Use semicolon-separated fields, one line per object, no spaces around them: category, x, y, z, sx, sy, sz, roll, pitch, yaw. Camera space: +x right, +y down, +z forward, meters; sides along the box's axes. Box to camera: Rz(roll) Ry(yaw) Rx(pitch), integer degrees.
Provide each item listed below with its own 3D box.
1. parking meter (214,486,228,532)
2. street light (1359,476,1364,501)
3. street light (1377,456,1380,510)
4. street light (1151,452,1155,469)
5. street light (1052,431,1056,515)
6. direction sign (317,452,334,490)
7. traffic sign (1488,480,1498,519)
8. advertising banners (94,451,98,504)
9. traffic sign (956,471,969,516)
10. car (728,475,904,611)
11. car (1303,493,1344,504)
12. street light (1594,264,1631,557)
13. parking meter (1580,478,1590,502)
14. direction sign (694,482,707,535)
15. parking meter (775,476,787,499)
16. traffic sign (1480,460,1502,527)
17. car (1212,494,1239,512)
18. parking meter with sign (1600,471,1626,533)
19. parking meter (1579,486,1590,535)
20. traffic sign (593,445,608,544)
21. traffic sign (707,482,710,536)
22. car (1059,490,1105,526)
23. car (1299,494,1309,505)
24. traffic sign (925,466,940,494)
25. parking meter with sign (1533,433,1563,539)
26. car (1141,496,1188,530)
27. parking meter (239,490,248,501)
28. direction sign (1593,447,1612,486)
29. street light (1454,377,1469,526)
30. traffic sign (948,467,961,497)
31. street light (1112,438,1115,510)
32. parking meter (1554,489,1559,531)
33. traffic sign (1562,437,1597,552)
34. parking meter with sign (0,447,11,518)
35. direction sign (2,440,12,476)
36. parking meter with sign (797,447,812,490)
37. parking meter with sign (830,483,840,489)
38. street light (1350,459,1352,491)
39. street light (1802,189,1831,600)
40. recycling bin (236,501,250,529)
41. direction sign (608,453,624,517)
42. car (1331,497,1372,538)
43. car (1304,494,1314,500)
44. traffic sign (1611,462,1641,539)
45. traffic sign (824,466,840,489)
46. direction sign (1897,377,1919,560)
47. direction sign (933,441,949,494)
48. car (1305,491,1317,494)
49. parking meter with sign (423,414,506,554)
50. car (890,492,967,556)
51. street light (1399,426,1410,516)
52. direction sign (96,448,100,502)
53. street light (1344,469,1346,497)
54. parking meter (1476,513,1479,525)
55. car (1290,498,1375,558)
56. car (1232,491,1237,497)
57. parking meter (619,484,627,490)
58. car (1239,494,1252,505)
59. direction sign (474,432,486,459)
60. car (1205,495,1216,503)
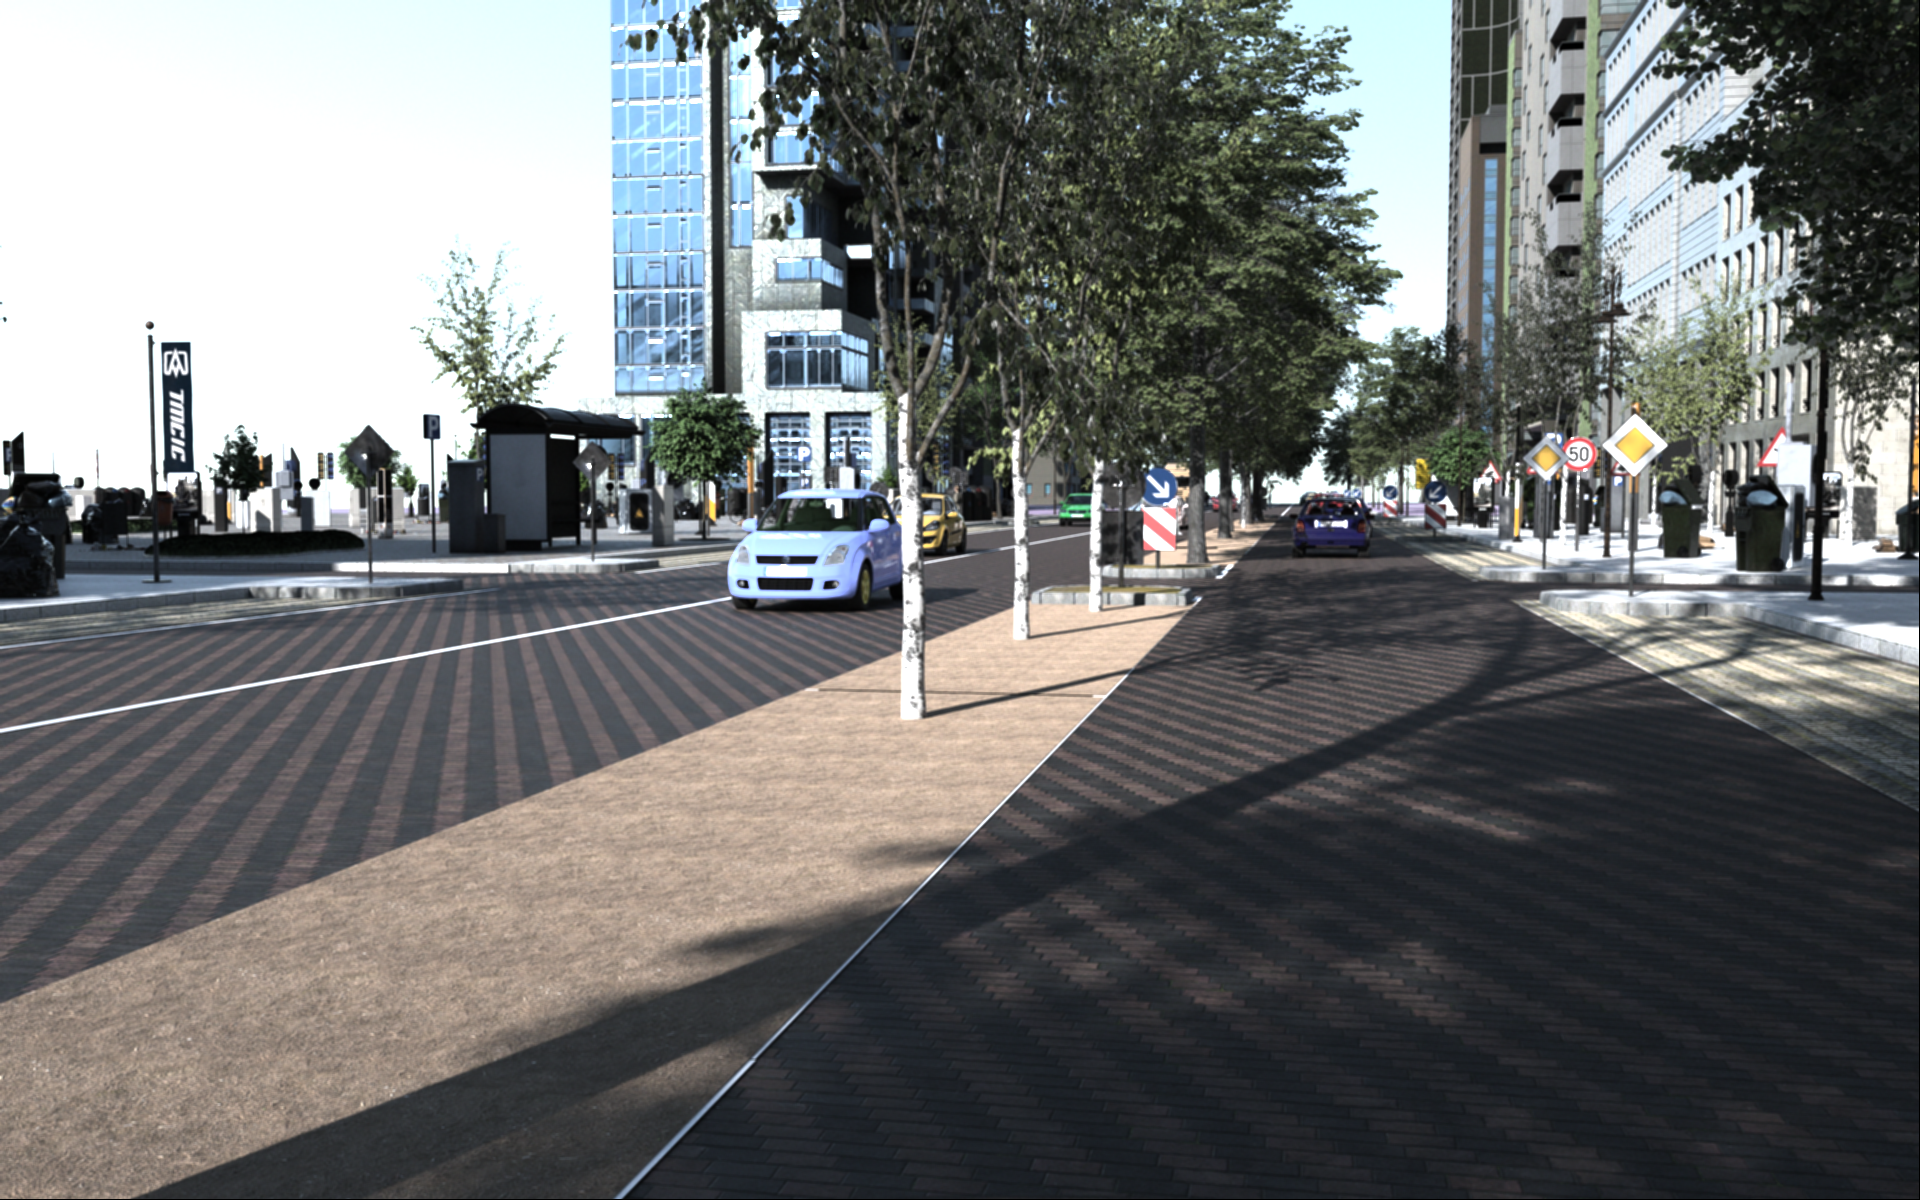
parking meter;-25.148;-3.257;58.964;0.399;1.863;0.255;0;4;-3
street light;44.123;-13.348;191.031;0.468;5.910;1.993;1;4;11
street light;34.525;-10.391;142.678;0.468;5.910;1.993;1;4;11
street light;19.562;-12.472;176.712;0.468;5.910;1.993;1;4;11
street light;5.953;-8.299;108.477;0.468;5.910;1.993;1;4;11
direction sign;-34.347;-6.229;93.834;0.876;3.537;0.379;0;4;2
traffic sign;25.554;-5.119;83.702;0.884;2.594;0.081;1;4;20
advertising banners;-34.270;-4.435;68.698;0.090;3.025;2.074;-2;4;-29
traffic sign;0.093;-4.615;77.586;0.606;2.300;0.079;1;4;19
car;-1.762;-0.788;22.472;1.945;1.707;3.694;1;4;10
car;16.269;-4.126;76.499;2.155;1.783;4.494;1;4;10
street light;13.116;-3.802;34.948;0.468;5.910;1.993;1;4;11
parking meter;22.381;-3.451;62.128;0.399;1.863;0.255;1;4;11
direction sign;-8.183;-3.822;54.494;0.379;3.537;0.876;-2;4;-29
parking meter;-5.938;-3.170;57.546;0.255;1.863;0.399;2;4;26
traffic sign;20.315;-4.062;66.411;0.884;2.594;0.081;1;4;20
car;21.287;-7.935;138.770;2.155;1.783;4.494;1;4;12
parking meter with sign;21.701;-3.739;57.387;0.543;3.016;1.738;0;4;0
parking meter;19.582;-2.815;54.435;0.372;1.533;0.369;0;3;0
traffic sign;-9.373;-2.709;44.401;0.768;2.556;0.104;1;4;15
traffic sign;-7.649;-3.210;52.586;0.768;2.556;0.104;1;4;16
car;5.559;-4.262;78.478;1.959;1.807;4.718;1;4;10
car;44.880;-12.974;223.925;2.131;1.459;4.920;1;4;13
traffic sign;-1.166;-4.666;76.388;0.768;2.556;0.104;1;4;14
parking meter with sign;16.942;-3.293;50.101;0.543;3.016;1.738;0;4;7
car;8.423;-3.596;71.158;2.083;1.381;4.827;1;4;12
parking meter;-38.069;-5.281;92.062;0.255;1.863;0.399;2;4;25
direction sign;31.015;-5.606;83.655;0.876;3.537;0.379;0;4;-6
street light;19.842;-5.864;68.662;0.468;5.910;1.993;1;4;11
traffic sign;-0.271;-4.910;80.380;0.768;2.556;0.104;1;4;19
street light;12.579;-10.355;142.096;0.468;5.910;1.993;1;4;11
parking meter;20.731;-3.191;60.583;0.372;1.533;0.369;0;3;0
traffic sign;13.787;-2.357;38.635;0.768;2.556;0.104;1;4;18
parking meter with sign;-36.279;-4.186;64.708;1.738;3.016;0.543;0;4;5
direction sign;-39.923;-4.957;73.050;0.379;3.537;0.876;2;4;25
parking meter with sign;-5.724;-4.179;64.590;0.543;3.016;1.738;0;4;1
parking meter with sign;-6.306;-5.676;89.056;0.543;3.016;1.738;-3;5;-43
street light;50.891;-15.441;225.239;0.468;5.910;1.993;1;4;11
street light;10.378;-2.938;20.818;0.468;5.910;1.993;1;4;11
recycling bin;-26.156;-3.136;63.828;0.722;1.027;0.722;3;4;36
direction sign;-19.156;-6.395;96.552;0.876;3.537;0.379;-2;4;-25
car;12.865;-2.788;58.161;1.945;1.354;3.894;1;4;9
car;36.351;-10.240;177.646;2.015;1.641;3.980;1;4;11
traffic sign;19.136;-3.054;49.931;0.884;2.594;0.081;1;4;13
traffic sign;-4.737;-3.791;64.118;0.606;2.300;0.079;1;4;14
direction sign;18.618;-2.563;33.902;0.379;3.537;0.876;2;4;26
direction sign;-0.811;-5.025;74.149;0.876;3.537;0.379;3;4;37
car;49.138;-14.316;242.738;2.281;1.827;5.304;1;4;9
parking meter with sign;-10.733;-2.532;37.651;1.738;3.016;0.543;1;4;16
car;-0.950;-1.898;41.250;2.015;1.641;3.980;1;4;10
street light;27.857;-8.338;109.112;0.468;5.910;1.993;1;4;11
direction sign;-42.857;-5.759;86.160;0.379;3.537;0.876;-2;4;-30
street light;57.521;-17.509;259.062;0.468;5.910;1.993;1;4;11
parking meter;21.453;-4.003;71.159;0.399;1.863;0.255;-1;4;-20
car;8.600;-1.683;40.090;1.945;1.354;3.894;1;4;12
car;36.662;-13.946;236.696;2.281;1.827;5.304;1;4;11
parking meter;-18.951;-5.614;97.497;0.399;1.863;0.255;1;4;21
car;33.357;-11.676;200.493;1.945;1.707;3.694;1;4;13
direction sign;-17.468;-4.352;63.154;0.379;3.537;0.876;-3;5;-43
car;35.930;-14.411;248.193;1.945;1.354;3.894;1;4;10
